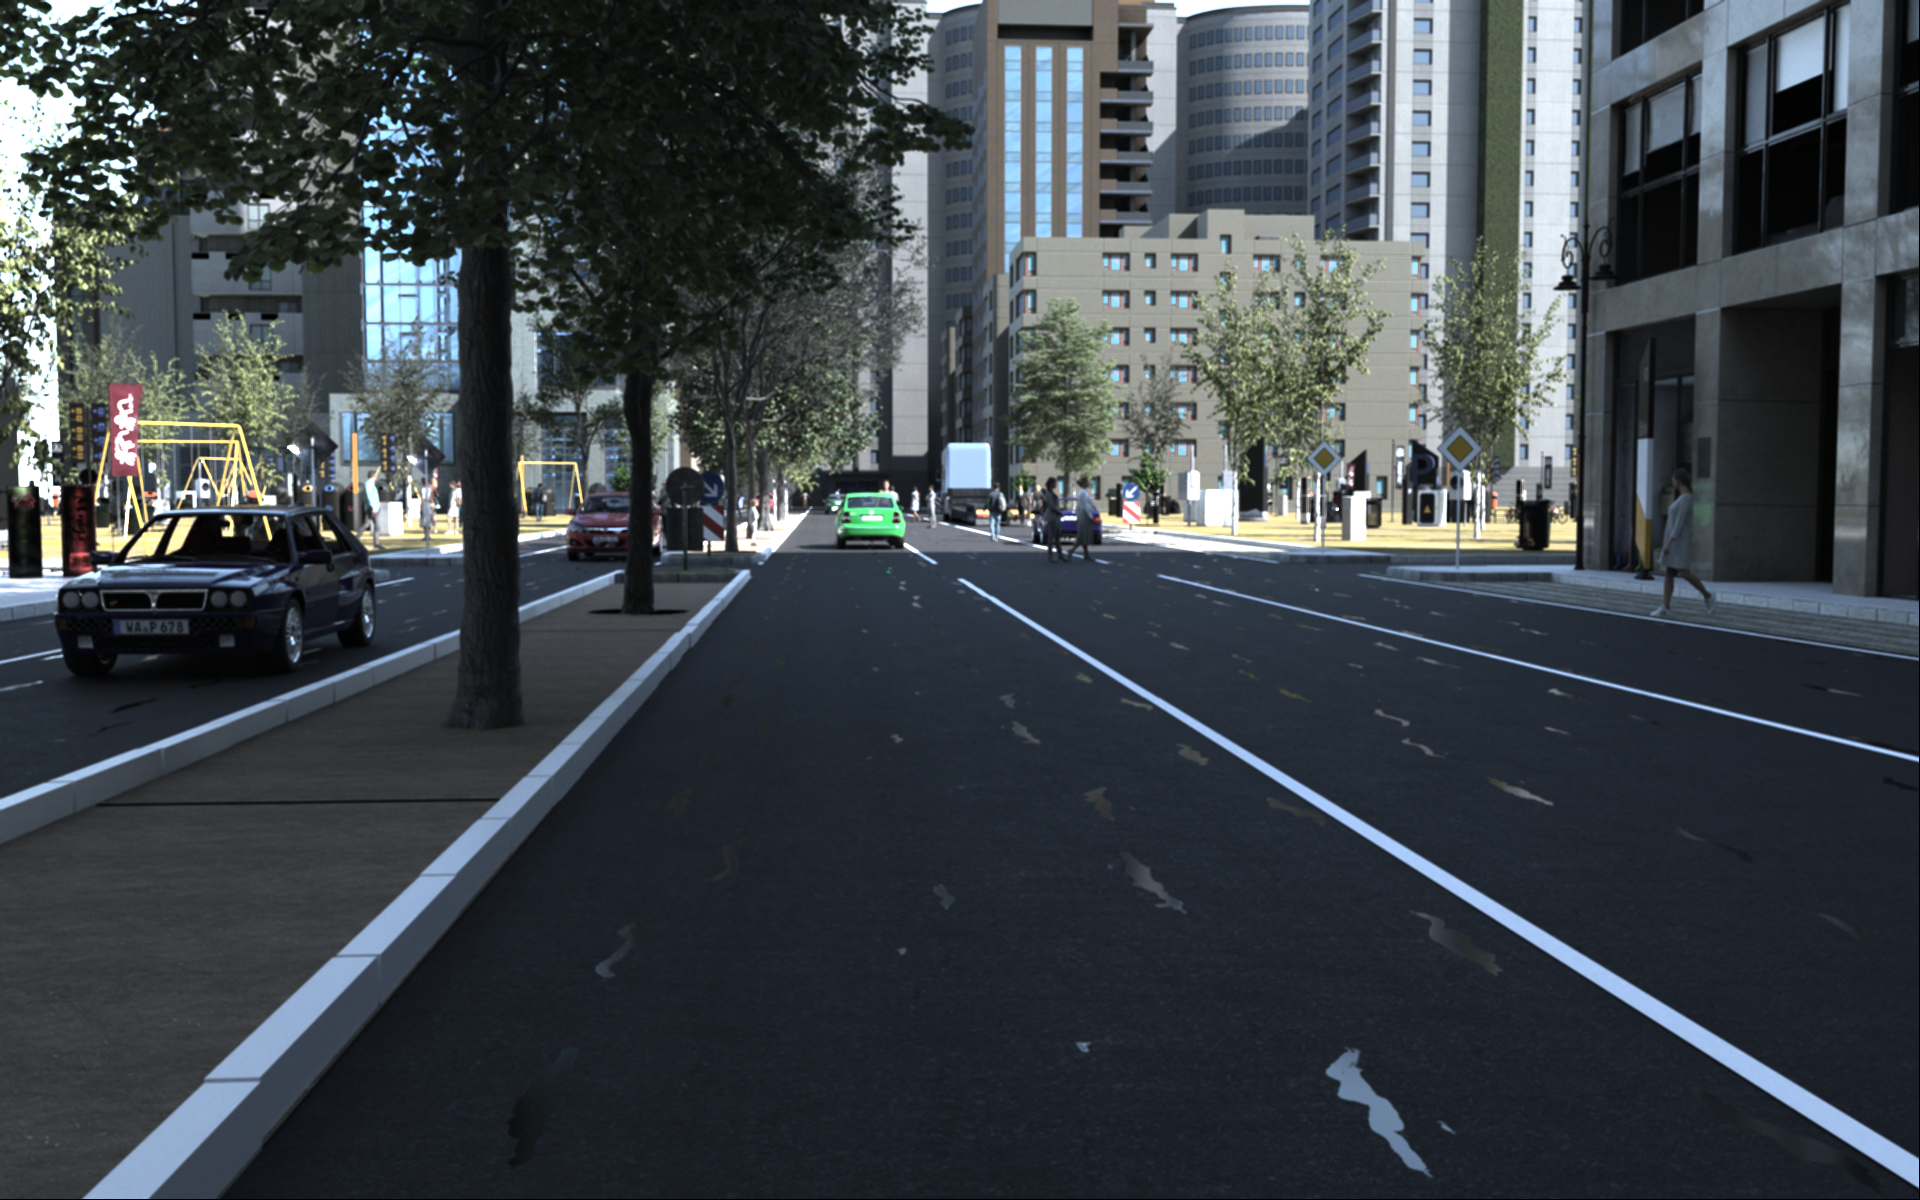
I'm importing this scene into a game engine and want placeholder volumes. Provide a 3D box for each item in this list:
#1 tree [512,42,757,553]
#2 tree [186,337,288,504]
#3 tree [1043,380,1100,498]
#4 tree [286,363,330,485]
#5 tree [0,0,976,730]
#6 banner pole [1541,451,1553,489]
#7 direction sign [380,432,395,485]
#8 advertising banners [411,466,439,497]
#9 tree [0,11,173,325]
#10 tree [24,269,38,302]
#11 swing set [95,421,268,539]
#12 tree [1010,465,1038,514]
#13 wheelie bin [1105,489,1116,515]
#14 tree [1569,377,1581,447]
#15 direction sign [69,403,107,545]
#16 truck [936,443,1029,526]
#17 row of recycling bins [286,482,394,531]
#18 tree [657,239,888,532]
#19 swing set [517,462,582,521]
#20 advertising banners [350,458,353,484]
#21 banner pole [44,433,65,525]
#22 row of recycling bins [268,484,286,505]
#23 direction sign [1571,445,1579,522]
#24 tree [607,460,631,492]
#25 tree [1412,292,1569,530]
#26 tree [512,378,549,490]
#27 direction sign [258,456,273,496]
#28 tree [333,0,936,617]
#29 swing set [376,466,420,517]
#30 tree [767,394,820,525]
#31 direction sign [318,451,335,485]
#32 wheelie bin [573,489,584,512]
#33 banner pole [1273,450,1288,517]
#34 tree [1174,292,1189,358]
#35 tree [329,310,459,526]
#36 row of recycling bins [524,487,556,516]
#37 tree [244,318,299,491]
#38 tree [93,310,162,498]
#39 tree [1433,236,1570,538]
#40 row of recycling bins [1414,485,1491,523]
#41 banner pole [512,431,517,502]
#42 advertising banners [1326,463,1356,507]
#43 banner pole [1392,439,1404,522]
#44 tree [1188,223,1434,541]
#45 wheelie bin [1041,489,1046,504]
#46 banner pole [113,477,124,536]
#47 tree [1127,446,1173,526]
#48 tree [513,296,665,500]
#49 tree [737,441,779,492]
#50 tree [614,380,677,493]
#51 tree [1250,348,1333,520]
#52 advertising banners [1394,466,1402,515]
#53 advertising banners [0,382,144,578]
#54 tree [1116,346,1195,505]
[{"bbox_3d":[-5.550,-7.894,41.888,12.009,13.543,11.850,0,3,0],"label":"tree"},{"bbox_3d":[-33.984,-7.997,81.115,4.360,8.622,3.978,0,3,0],"label":"tree"},{"bbox_3d":[7.228,-9.730,109.453,4.360,8.622,3.978,0,3,0],"label":"tree"},{"bbox_3d":[-37.249,-8.987,97.296,4.360,8.622,3.978,0,3,0],"label":"tree"},{"bbox_3d":[-3.042,-5.513,10.721,7.486,12.596,7.792,0,3,0],"label":"tree"},{"bbox_3d":[34.323,-6.821,101.547,0.401,3.779,0.863,-3,5,-39],"label":"banner pole"},{"bbox_3d":[-21.105,-4.402,63.966,0.379,3.537,0.876,1,4,14],"label":"direction sign"},{"bbox_3d":[-32.670,-6.690,105.568,2.074,3.025,0.090,1,4,11],"label":"advertising banners"},{"bbox_3d":[-12.354,-4.379,21.963,4.737,8.622,4.395,0,3,0],"label":"tree"},{"bbox_3d":[-29.376,-6.286,53.146,4.360,8.622,3.978,0,3,0],"label":"tree"},{"bbox_3d":[-17.242,-2.465,37.929,2.862,2.851,3.119,3,4,38],"label":"swing set"},{"bbox_3d":[4.108,-7.317,114.238,1.663,3.219,1.824,0,3,0],"label":"tree"},{"bbox_3d":[9.177,-5.865,103.806,0.980,1.594,0.693,0,4,-2],"label":"wheelie bin"},{"bbox_3d":[31.637,-8.155,83.698,4.360,8.622,3.978,0,3,0],"label":"tree"},{"bbox_3d":[-21.734,-3.135,43.249,0.876,3.537,0.379,0,4,-2],"label":"direction sign"},{"bbox_3d":[0.973,-5.889,86.042,2.967,4.110,18.799,0,4,-5],"label":"truck"},{"bbox_3d":[-21.541,-3.274,60.651,3.534,1.692,1.069,0,4,6],"label":"row of recycling bins"},{"bbox_3d":[-7.516,-8.962,65.995,9.611,12.733,9.660,0,3,0],"label":"tree"},{"bbox_3d":[-20.525,-5.388,85.711,3.119,2.851,2.862,-2,4,-29],"label":"swing set"},{"bbox_3d":[-30.182,-5.430,84.967,2.074,3.025,0.090,3,4,38],"label":"advertising banners"},{"bbox_3d":[-37.412,-4.984,71.503,0.863,3.779,0.401,-1,4,-19],"label":"banner pole"},{"bbox_3d":[-28.331,-4.046,73.258,1.069,1.692,3.534,0,4,-1],"label":"row of recycling bins"},{"bbox_3d":[28.625,-5.402,80.312,0.876,3.537,0.379,-2,4,-30],"label":"direction sign"},{"bbox_3d":[-19.030,-6.265,97.027,1.663,3.219,1.824,0,3,0],"label":"tree"},{"bbox_3d":[18.675,-6.848,62.335,4.360,8.622,3.978,0,3,0],"label":"tree"},{"bbox_3d":[-27.735,-9.611,107.510,4.360,8.622,3.978,0,3,0],"label":"tree"},{"bbox_3d":[-41.527,-6.832,103.695,0.876,3.537,0.379,-3,4,-36],"label":"direction sign"},{"bbox_3d":[-3.716,-5.627,20.213,9.928,11.665,9.643,0,3,0],"label":"tree"},{"bbox_3d":[-32.123,-6.159,98.318,2.862,2.851,3.119,0,4,8],"label":"swing set"},{"bbox_3d":[-8.413,-8.015,83.860,4.737,8.622,4.395,0,3,0],"label":"tree"},{"bbox_3d":[-32.910,-5.996,90.030,0.876,3.537,0.379,-3,5,-43],"label":"direction sign"},{"bbox_3d":[-21.975,-5.655,100.362,0.693,1.594,0.980,1,4,17],"label":"wheelie bin"},{"bbox_3d":[18.226,-6.631,98.441,0.863,3.779,0.401,1,4,13],"label":"banner pole"},{"bbox_3d":[8.947,-6.384,54.743,4.737,8.622,4.395,0,3,0],"label":"tree"},{"bbox_3d":[-22.107,-7.227,68.524,4.360,8.622,3.978,0,3,0],"label":"tree"},{"bbox_3d":[-24.781,-5.818,102.237,1.069,1.692,3.534,-2,4,-34],"label":"row of recycling bins"},{"bbox_3d":[-28.110,-7.224,68.467,4.737,8.622,4.395,0,3,0],"label":"tree"},{"bbox_3d":[-34.480,-7.308,69.848,4.360,8.622,3.978,0,3,0],"label":"tree"},{"bbox_3d":[15.349,-6.122,50.449,4.737,8.622,4.395,0,3,0],"label":"tree"},{"bbox_3d":[22.165,-4.337,78.019,3.534,1.692,1.069,2,4,35],"label":"row of recycling bins"},{"bbox_3d":[-17.817,-4.825,68.898,0.863,3.779,0.401,2,4,34],"label":"banner pole"},{"bbox_3d":[21.574,-6.293,99.073,2.074,3.025,0.090,1,4,10],"label":"advertising banners"},{"bbox_3d":[19.906,-5.436,78.895,0.863,3.779,0.401,-2,4,-26],"label":"banner pole"},{"bbox_3d":[9.471,-5.901,46.846,4.737,8.622,4.395,0,3,0],"label":"tree"},{"bbox_3d":[4.855,-5.729,101.571,0.693,1.594,0.980,2,4,35],"label":"wheelie bin"},{"bbox_3d":[-25.886,-3.863,53.181,0.401,3.779,0.863,-2,4,-29],"label":"banner pole"},{"bbox_3d":[7.482,-4.606,69.903,1.663,3.219,1.824,0,3,0],"label":"tree"},{"bbox_3d":[-16.814,-8.822,78.655,8.767,10.594,7.601,2,4,29],"label":"tree"},{"bbox_3d":[-8.319,-7.416,74.063,4.360,8.622,3.978,0,3,0],"label":"tree"},{"bbox_3d":[-18.926,-9.498,105.653,4.737,8.622,4.395,0,3,0],"label":"tree"},{"bbox_3d":[16.506,-8.233,84.972,4.360,8.622,3.978,0,3,0],"label":"tree"},{"bbox_3d":[27.898,-6.796,107.294,2.074,3.025,0.090,0,4,2],"label":"advertising banners"},{"bbox_3d":[-13.708,-1.874,26.826,2.074,3.025,0.090,-3,4,-39],"label":"advertising banners"},{"bbox_3d":[9.833,-8.345,86.811,4.360,8.622,3.978,0,3,0],"label":"tree"}]
